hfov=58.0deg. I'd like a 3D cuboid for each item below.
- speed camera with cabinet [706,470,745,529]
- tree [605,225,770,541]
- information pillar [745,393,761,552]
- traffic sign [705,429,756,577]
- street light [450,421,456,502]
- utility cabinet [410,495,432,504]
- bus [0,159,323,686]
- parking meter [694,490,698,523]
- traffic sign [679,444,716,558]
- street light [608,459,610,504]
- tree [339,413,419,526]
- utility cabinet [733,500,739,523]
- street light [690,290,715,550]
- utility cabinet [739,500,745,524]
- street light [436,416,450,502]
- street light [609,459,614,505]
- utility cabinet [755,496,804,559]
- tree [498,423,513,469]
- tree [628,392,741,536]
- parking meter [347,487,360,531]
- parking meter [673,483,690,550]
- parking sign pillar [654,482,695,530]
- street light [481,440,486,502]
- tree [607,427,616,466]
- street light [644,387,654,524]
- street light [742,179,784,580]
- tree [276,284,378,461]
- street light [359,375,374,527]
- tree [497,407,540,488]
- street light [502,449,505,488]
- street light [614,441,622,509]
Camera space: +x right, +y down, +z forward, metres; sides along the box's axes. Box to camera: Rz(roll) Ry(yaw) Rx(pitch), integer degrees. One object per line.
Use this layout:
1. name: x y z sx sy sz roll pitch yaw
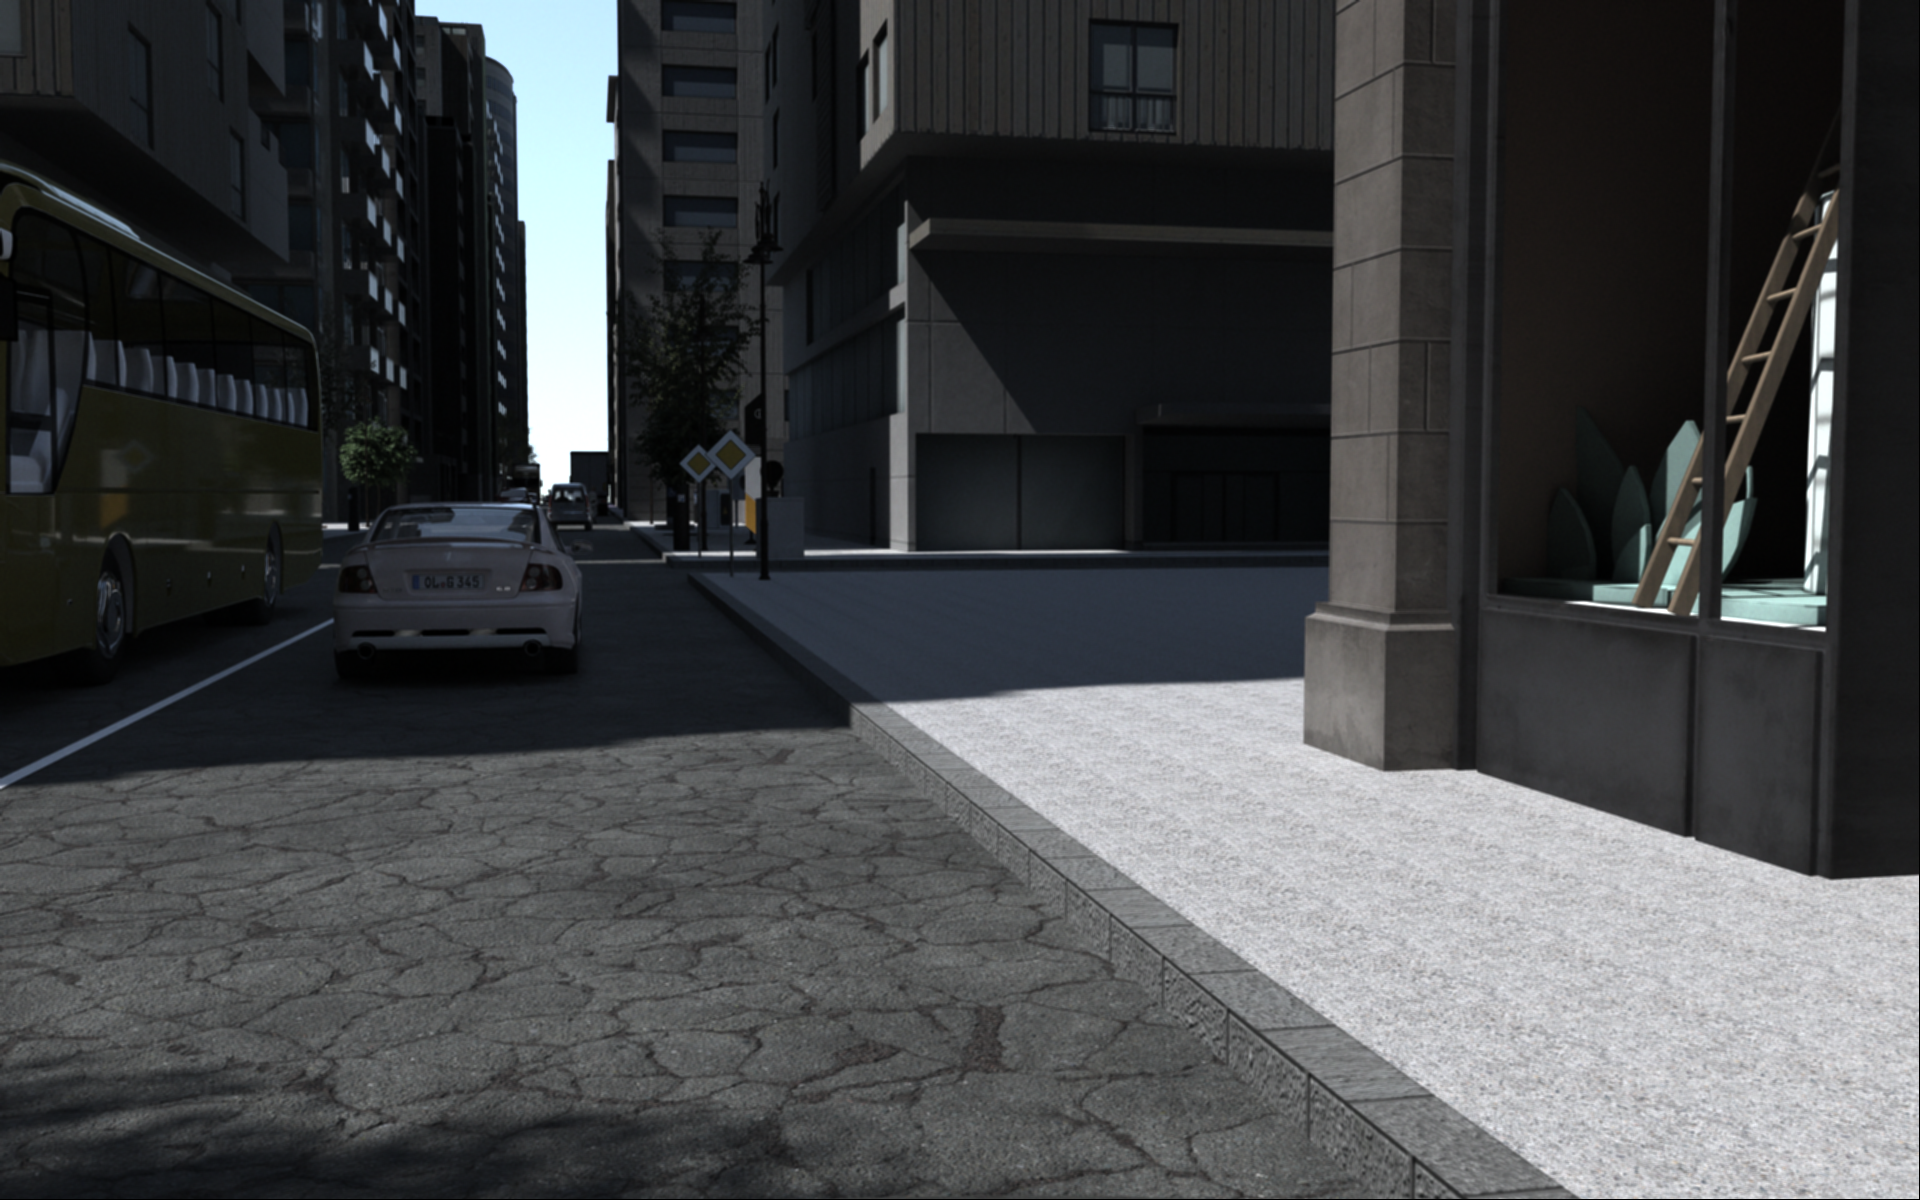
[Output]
1. speed camera with cabinet: -8.615 -4.273 64.196 0.660 3.252 2.038 2 4 27
2. tree: -7.295 -5.894 46.722 4.737 8.622 4.395 0 3 0
3. information pillar: -4.538 -2.890 38.612 0.504 3.616 0.183 -1 4 -10
4. traffic sign: -3.546 -1.418 26.827 0.795 2.450 0.064 -1 4 -12
5. street light: -31.556 -8.239 107.502 0.468 5.910 1.993 -1 4 -12
6. utility cabinet: -26.890 -4.602 86.411 1.020 1.237 0.306 0 4 6
7. bus: -8.195 -1.491 15.930 2.896 3.916 12.252 -1 4 -11
8. parking meter: -11.589 -4.175 76.677 0.372 1.533 0.369 0 3 0
9. traffic sign: -5.217 -1.896 34.636 0.795 2.450 0.064 -1 4 -12
10. street light: -39.357 -13.658 196.094 0.468 5.910 1.993 -1 4 -12
11. tree: -23.737 -5.316 70.629 4.285 4.588 4.351 0 3 0
12. utility cabinet: -9.843 -4.023 76.944 1.020 1.237 0.306 0 4 -4
13. street light: -5.833 -4.070 39.333 0.468 5.910 1.993 -1 4 -12
14. utility cabinet: -9.122 -3.867 74.383 0.306 1.237 1.020 0 4 4
15. street light: -30.228 -7.835 100.891 0.468 5.910 1.993 -1 4 -12
16. street light: -36.416 -12.834 182.623 0.468 5.910 1.993 -1 4 -12
17. utility cabinet: -3.573 -1.420 34.371 1.020 1.237 0.306 -3 5 -45
18. tree: -46.242 -13.471 170.615 4.737 8.622 4.395 0 3 0
19. tree: -8.661 -4.307 54.134 4.285 4.588 4.351 0 3 0
20. parking meter: -20.885 -3.132 59.623 0.372 1.533 0.369 0 3 0
21. parking meter: -6.361 -1.904 39.540 0.372 1.533 0.369 0 3 0
22. parking sign pillar: -10.256 -4.508 62.175 1.447 3.967 1.447 0 4 -1
23. street light: -38.862 -10.304 141.263 0.468 5.910 1.993 -1 4 -12
24. tree: -37.056 -14.718 190.993 4.360 8.622 3.978 0 3 0
25. street light: -13.124 -6.162 73.530 0.468 5.910 1.993 -1 4 -12
26. street light: -2.930 -3.242 25.792 0.468 5.910 1.993 -1 4 -12
27. tree: -22.788 -6.789 61.364 4.360 8.622 3.978 0 3 0
28. street light: -22.761 -5.726 66.412 0.468 5.910 1.993 -1 4 -12
29. tree: -47.580 -15.143 181.992 8.767 10.594 7.601 3 5 42
30. street light: -46.043 -12.371 175.050 0.468 5.910 1.993 -1 4 -12
31. street light: -29.248 -10.767 148.833 0.468 5.910 1.993 -1 4 -12
